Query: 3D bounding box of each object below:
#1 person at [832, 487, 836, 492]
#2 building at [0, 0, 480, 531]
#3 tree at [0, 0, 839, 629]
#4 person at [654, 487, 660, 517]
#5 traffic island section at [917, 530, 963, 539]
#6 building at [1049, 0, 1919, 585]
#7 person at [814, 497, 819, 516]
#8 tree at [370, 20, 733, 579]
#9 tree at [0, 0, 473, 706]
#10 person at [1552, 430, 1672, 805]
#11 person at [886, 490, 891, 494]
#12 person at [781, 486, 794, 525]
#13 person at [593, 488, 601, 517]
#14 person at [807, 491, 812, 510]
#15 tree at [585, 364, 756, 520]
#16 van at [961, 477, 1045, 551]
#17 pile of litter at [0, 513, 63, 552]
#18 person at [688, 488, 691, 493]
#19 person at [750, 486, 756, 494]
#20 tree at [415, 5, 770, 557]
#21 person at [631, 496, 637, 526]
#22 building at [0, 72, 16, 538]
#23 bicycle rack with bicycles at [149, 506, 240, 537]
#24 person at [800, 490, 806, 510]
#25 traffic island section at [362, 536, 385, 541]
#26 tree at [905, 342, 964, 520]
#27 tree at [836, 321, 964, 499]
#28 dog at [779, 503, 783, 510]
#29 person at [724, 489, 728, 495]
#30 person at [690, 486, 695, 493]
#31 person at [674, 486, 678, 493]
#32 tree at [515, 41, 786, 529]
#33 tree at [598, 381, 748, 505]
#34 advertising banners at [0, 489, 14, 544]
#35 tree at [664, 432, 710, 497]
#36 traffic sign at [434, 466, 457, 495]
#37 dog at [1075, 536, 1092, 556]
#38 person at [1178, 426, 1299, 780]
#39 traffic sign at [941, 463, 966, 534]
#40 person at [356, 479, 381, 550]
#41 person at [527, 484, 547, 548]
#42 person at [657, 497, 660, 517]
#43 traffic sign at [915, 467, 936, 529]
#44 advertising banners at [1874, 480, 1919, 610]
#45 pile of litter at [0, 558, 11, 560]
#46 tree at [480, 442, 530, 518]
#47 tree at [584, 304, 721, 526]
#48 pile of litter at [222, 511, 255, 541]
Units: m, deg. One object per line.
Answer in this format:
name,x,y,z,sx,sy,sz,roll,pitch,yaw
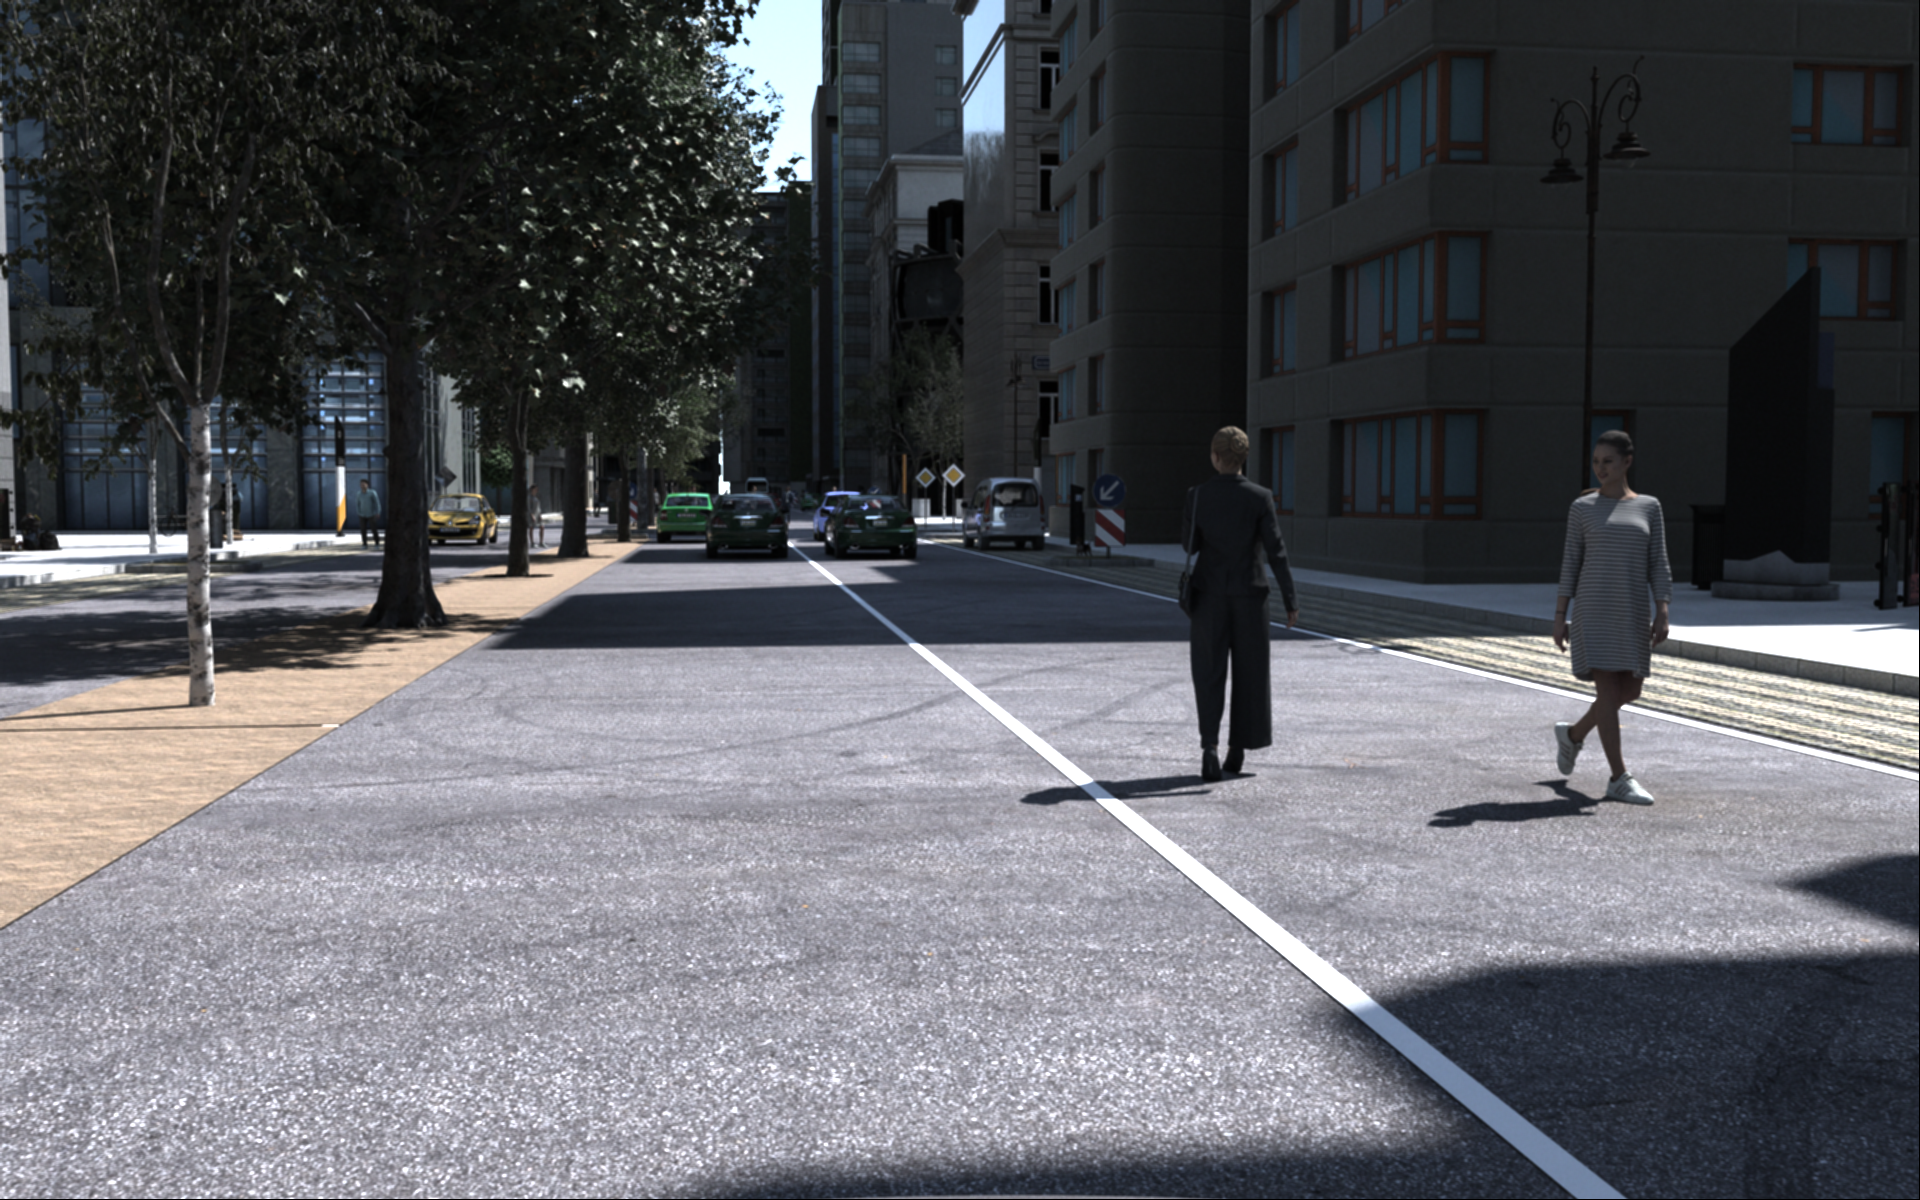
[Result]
person,-5.789,-4.322,79.588,0.576,1.772,0.534,0,4,3
building,-32.443,-46.486,72.713,22.319,86.520,31.000,0,4,-8
tree,-6.015,-6.060,18.551,9.611,12.733,9.660,0,3,0
person,-18.884,-6.031,106.960,0.661,1.843,0.795,-2,4,-27
traffic island section,-0.189,-2.081,56.311,2.009,0.180,2.903,0,4,-8
building,18.361,-11.926,40.027,27.650,21.520,28.899,0,4,-8
person,-9.383,-6.105,112.997,0.332,1.250,0.352,0,4,5
tree,-7.467,-6.184,29.314,9.928,11.665,9.643,0,3,0
tree,-5.159,-3.598,11.654,4.360,8.622,3.978,0,3,0
person,3.078,0.059,8.292,0.466,1.731,0.760,-1,4,-20
person,-2.908,-3.643,69.871,0.330,1.601,0.589,-1,4,-16
person,-8.143,-4.451,81.464,0.721,1.800,0.419,1,4,12
person,-22.314,-5.975,106.375,0.473,1.802,0.592,2,4,25
person,-13.847,-9.088,158.026,0.436,1.711,0.756,-3,4,-38
tree,-16.280,-11.128,94.766,12.009,13.543,11.850,0,3,0
van,1.102,-2.325,45.030,2.013,2.044,4.112,0,4,-8
pile of litter,-21.161,-1.539,39.125,1.719,0.858,1.176,-3,5,-42
person,-15.577,-5.565,99.827,0.374,1.781,0.599,2,4,28
person,-9.637,-4.439,81.180,0.767,1.812,0.694,1,4,17
tree,-8.830,-7.952,39.123,9.857,13.997,8.962,0,3,0
person,-14.606,-4.251,78.102,0.616,1.811,0.778,-2,4,-32
building,-38.818,-30.384,38.781,28.212,58.520,21.231,0,4,-8
bicycle rack with bicycles,-22.873,-2.379,52.279,2.852,0.926,2.925,1,4,15
person,-14.173,-9.068,156.758,0.705,1.824,1.348,2,4,23
traffic island section,-17.328,-1.941,54.021,2.009,0.180,2.903,0,4,-8
tree,-0.784,-8.220,84.754,4.360,8.622,3.978,0,3,0
tree,-2.500,-9.769,94.134,8.767,10.594,7.601,-1,4,-9
dog,-13.121,-6.610,124.904,0.800,0.831,0.513,0,4,1
person,-19.321,-8.296,144.013,0.599,1.838,0.709,1,4,23
person,-11.287,-3.943,73.243,0.678,1.792,0.850,-2,4,-28
person,-10.778,-3.392,64.638,0.598,1.740,0.731,1,4,22
tree,-13.590,-12.762,67.005,12.611,20.169,13.585,0,3,0
tree,-14.606,-9.066,85.104,8.767,10.594,7.601,0,4,-8
advertising banners,-23.434,-2.751,41.163,2.074,3.025,0.090,1,4,13
tree,-18.453,-9.841,113.712,4.737,8.622,4.395,0,3,0
traffic sign,-18.369,-3.562,61.876,0.795,2.450,0.064,0,4,-8
dog,2.706,-1.134,37.825,0.406,0.507,0.540,0,4,-2
person,1.393,0.009,8.773,0.576,1.772,0.534,0,4,-6
traffic sign,-0.212,-3.216,56.231,0.795,2.450,0.064,0,4,-8
person,-15.229,-2.210,44.652,0.660,1.820,0.620,0,4,2
person,-11.379,-2.251,46.304,0.522,1.701,0.512,1,4,20
person,-18.840,-5.829,108.476,0.373,1.253,0.362,0,4,-5
traffic sign,-1.276,-3.700,64.145,0.795,2.450,0.064,0,4,-8
advertising banners,10.883,-1.440,19.725,2.074,3.025,0.090,-3,5,-43
pile of litter,-19.385,-1.198,33.558,1.719,0.858,1.176,-1,4,-21
tree,-25.061,-6.733,93.799,4.285,4.588,4.351,0,3,0
tree,-13.986,-9.593,77.429,7.486,12.596,7.792,0,3,0
pile of litter,-20.224,-2.053,47.538,1.719,0.858,1.176,-2,4,-29
